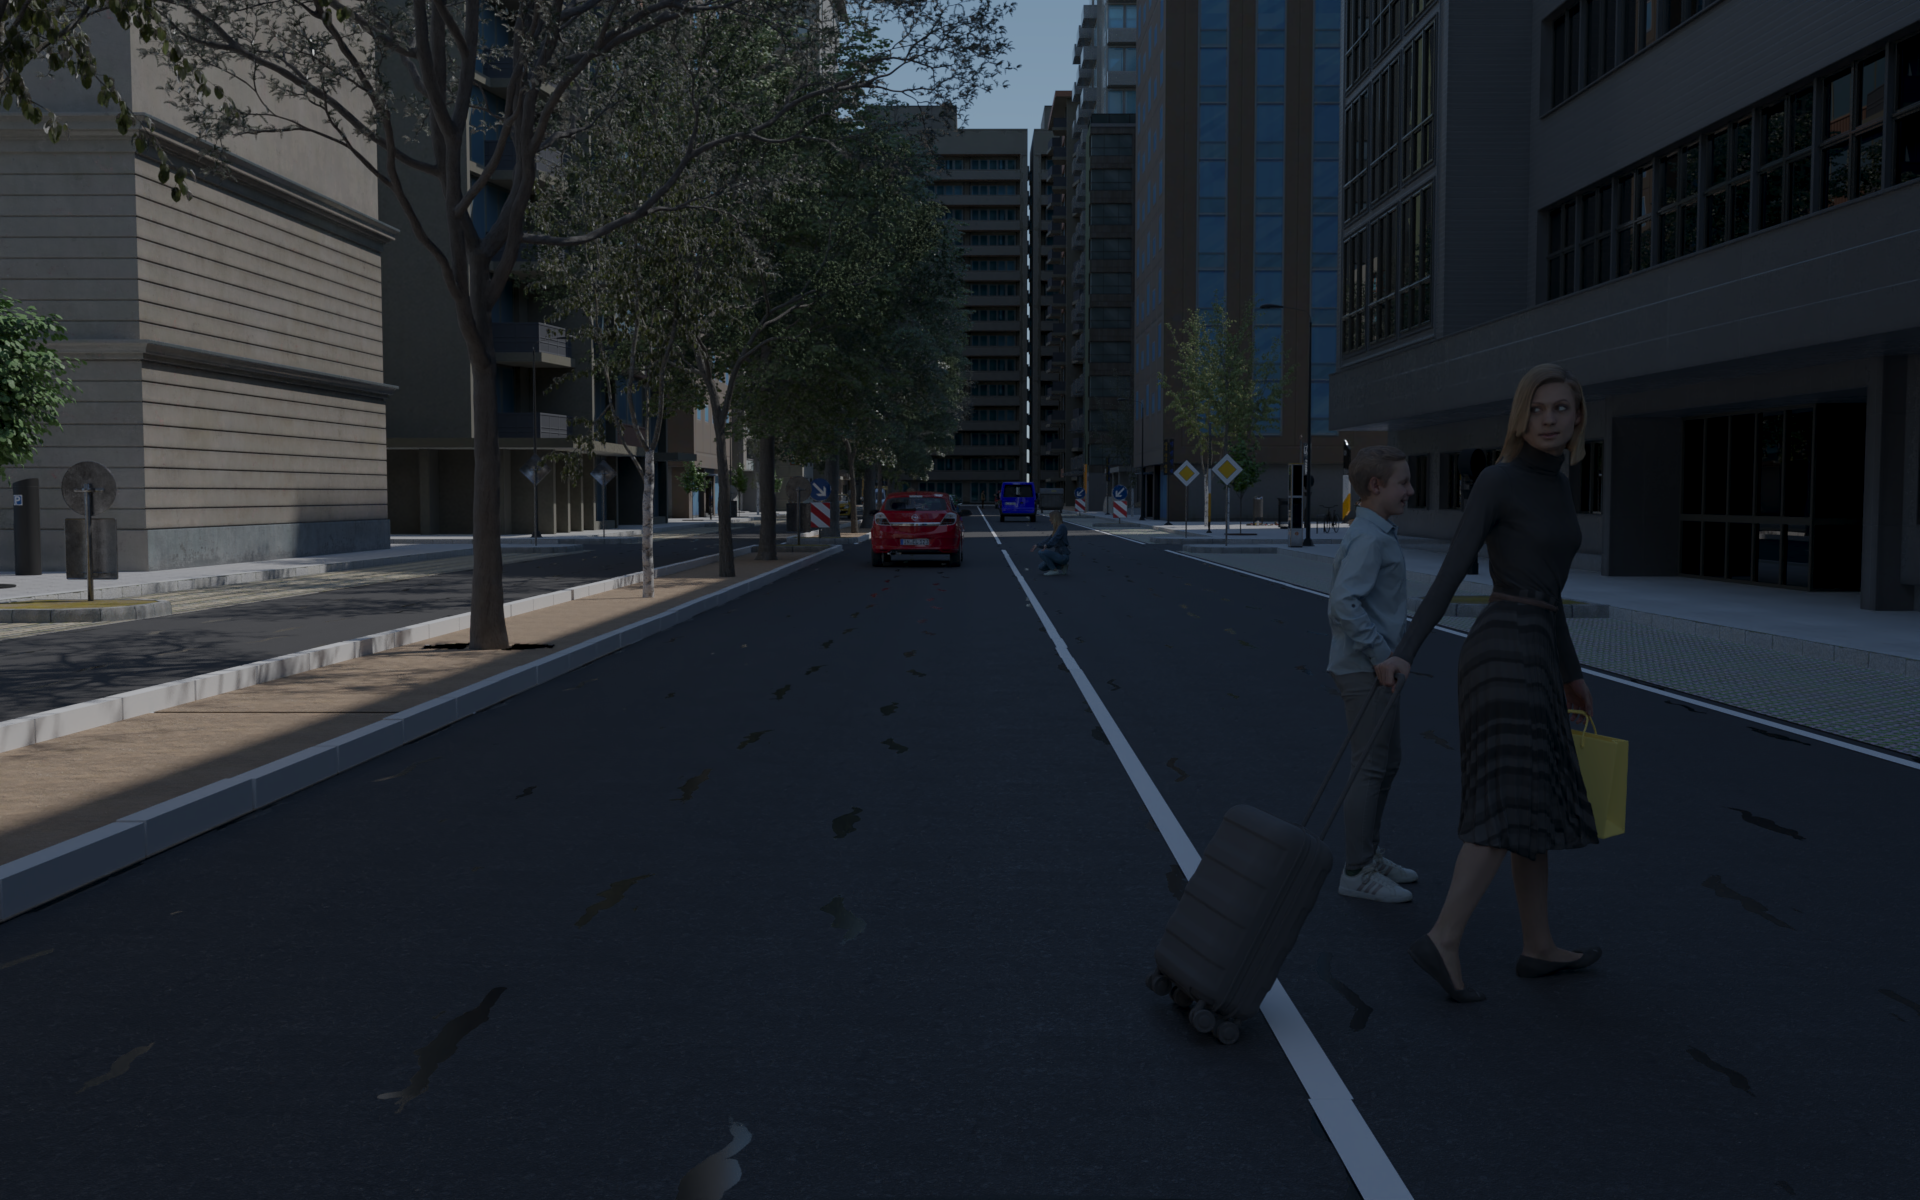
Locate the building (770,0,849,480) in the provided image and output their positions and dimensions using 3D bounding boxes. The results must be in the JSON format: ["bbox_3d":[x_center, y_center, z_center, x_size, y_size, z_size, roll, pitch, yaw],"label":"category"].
[{"bbox_3d":[-25.784,-35.388,167.829,28.713,52.752,27.495,0,4,0],"label":"building"}]

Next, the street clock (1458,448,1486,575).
[{"bbox_3d":[8.133,-1.405,27.547,0.471,2.002,0.358,-3,5,-42],"label":"street clock"}]

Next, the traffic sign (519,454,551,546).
[{"bbox_3d":[-10.511,-2.400,42.882,0.795,2.450,0.064,0,4,0],"label":"traffic sign"}]

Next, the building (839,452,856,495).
[{"bbox_3d":[-18.909,-31.288,195.150,14.086,41.232,14.154,0,4,0],"label":"building"}]

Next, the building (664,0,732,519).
[{"bbox_3d":[-20.656,-27.261,95.822,14.600,45.320,14.200,0,4,0],"label":"building"}]

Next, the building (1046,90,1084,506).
[{"bbox_3d":[20.622,-32.535,186.577,22.147,44.769,28.867,0,4,0],"label":"building"}]

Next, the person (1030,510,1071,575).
[{"bbox_3d":[1.594,-1.015,30.600,0.738,1.151,1.012,0,4,4],"label":"person"}]

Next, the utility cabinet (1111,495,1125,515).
[{"bbox_3d":[9.450,-5.800,103.509,0.318,1.500,1.173,-1,4,-23],"label":"utility cabinet"}]

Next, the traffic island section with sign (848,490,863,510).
[{"bbox_3d":[-9.569,-8.856,153.429,1.989,1.847,2.006,0,4,0],"label":"traffic island section with sign"}]

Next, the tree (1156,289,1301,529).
[{"bbox_3d":[9.999,-6.884,62.922,4.737,8.622,4.395,0,3,0],"label":"tree"}]

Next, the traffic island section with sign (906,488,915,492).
[{"bbox_3d":[-3.598,-7.190,125.685,2.006,1.907,1.989,0,4,0],"label":"traffic island section with sign"}]

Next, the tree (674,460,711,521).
[{"bbox_3d":[-12.801,-5.410,83.058,1.663,3.219,1.824,0,3,0],"label":"tree"}]

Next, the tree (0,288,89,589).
[{"bbox_3d":[-13.579,-2.431,23.465,4.285,4.588,4.351,0,3,0],"label":"tree"}]

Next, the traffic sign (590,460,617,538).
[{"bbox_3d":[-10.464,-2.888,50.867,0.795,2.450,0.064,0,4,0],"label":"traffic sign"}]

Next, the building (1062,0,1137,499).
[{"bbox_3d":[21.673,-32.858,156.834,23.786,49.044,30.456,0,4,0],"label":"building"}]

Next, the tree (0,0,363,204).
[{"bbox_3d":[-4.291,-3.331,7.285,4.360,8.622,3.978,0,3,0],"label":"tree"}]

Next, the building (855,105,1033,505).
[{"bbox_3d":[-2.310,-36.438,219.460,21.600,48.544,21.300,0,4,0],"label":"building"}]

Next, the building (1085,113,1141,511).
[{"bbox_3d":[16.622,-22.204,134.741,14.160,30.474,14.107,0,4,0],"label":"building"}]

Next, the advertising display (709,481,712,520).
[{"bbox_3d":[-12.520,-5.003,87.010,0.123,1.923,0.974,0,4,-6],"label":"advertising display"}]

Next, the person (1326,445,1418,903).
[{"bbox_3d":[1.474,0.253,6.171,0.330,1.601,0.589,2,4,27],"label":"person"}]

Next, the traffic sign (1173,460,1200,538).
[{"bbox_3d":[6.629,-2.881,50.747,0.795,2.450,0.064,0,4,0],"label":"traffic sign"}]

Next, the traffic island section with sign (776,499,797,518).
[{"bbox_3d":[-9.853,-5.756,102.738,1.989,1.847,2.006,0,4,0],"label":"traffic island section with sign"}]

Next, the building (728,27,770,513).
[{"bbox_3d":[-20.510,-26.572,118.048,14.154,41.232,14.086,0,4,0],"label":"building"}]

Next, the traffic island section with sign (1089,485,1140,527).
[{"bbox_3d":[6.813,-4.100,75.663,1.989,1.847,2.006,0,4,0],"label":"traffic island section with sign"}]

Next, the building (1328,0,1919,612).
[{"bbox_3d":[15.831,-12.704,26.775,14.314,24.678,30.058,0,4,0],"label":"building"}]

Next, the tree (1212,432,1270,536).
[{"bbox_3d":[8.634,-3.634,54.016,1.663,3.219,1.824,0,3,0],"label":"tree"}]

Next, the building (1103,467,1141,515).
[{"bbox_3d":[26.056,-25.734,112.630,32.217,40.220,23.993,0,4,0],"label":"building"}]

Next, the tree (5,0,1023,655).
[{"bbox_3d":[-4.311,-6.274,15.406,12.009,13.543,11.850,0,3,0],"label":"tree"}]

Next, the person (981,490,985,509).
[{"bbox_3d":[2.270,-9.814,169.055,0.705,1.812,1.348,0,4,-3],"label":"person"}]

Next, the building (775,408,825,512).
[{"bbox_3d":[-25.246,-18.079,140.635,27.650,21.520,28.899,0,4,0],"label":"building"}]

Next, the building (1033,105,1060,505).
[{"bbox_3d":[19.425,-36.434,219.399,21.600,48.544,21.300,0,4,0],"label":"building"}]

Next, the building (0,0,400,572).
[{"bbox_3d":[-30.284,-13.189,34.728,34.723,24.649,14.460,0,4,0],"label":"building"}]

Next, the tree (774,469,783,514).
[{"bbox_3d":[-12.188,-7.226,112.751,1.663,3.219,1.824,0,3,0],"label":"tree"}]

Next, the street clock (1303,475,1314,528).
[{"bbox_3d":[13.105,-3.715,65.306,0.358,2.002,0.471,-2,4,-33],"label":"street clock"}]

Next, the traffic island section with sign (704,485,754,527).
[{"bbox_3d":[-10.019,-4.092,75.530,1.989,1.847,2.006,0,4,0],"label":"traffic island section with sign"}]

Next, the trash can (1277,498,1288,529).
[{"bbox_3d":[11.989,-3.176,63.586,0.748,1.137,0.748,0,3,0],"label":"trash can"}]

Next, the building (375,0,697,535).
[{"bbox_3d":[-22.468,-25.183,66.370,22.147,44.769,28.867,0,4,0],"label":"building"}]

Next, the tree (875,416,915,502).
[{"bbox_3d":[-3.936,-7.781,80.032,4.737,8.622,4.395,0,3,0],"label":"tree"}]

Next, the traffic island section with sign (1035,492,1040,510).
[{"bbox_3d":[7.430,-10.486,180.081,1.989,1.847,2.006,0,4,0],"label":"traffic island section with sign"}]

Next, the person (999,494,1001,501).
[{"bbox_3d":[2.801,-6.285,112.104,0.563,1.720,0.643,-1,4,-18],"label":"person"}]

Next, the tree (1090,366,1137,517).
[{"bbox_3d":[9.619,-9.070,98.663,4.360,8.622,3.978,0,3,0],"label":"tree"}]

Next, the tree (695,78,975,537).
[{"bbox_3d":[-4.088,-8.867,54.089,9.857,13.997,8.962,0,3,0],"label":"tree"}]

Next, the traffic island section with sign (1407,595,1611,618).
[{"bbox_3d":[6.488,-0.746,20.832,1.989,1.847,2.006,0,4,0],"label":"traffic island section with sign"}]

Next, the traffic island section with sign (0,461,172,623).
[{"bbox_3d":[-10.344,-0.698,20.048,1.989,1.847,2.006,0,4,0],"label":"traffic island section with sign"}]

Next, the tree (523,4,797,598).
[{"bbox_3d":[-4.306,-4.343,23.824,4.360,8.622,3.978,0,3,0],"label":"tree"}]

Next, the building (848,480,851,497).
[{"bbox_3d":[-25.272,-32.579,224.546,23.993,40.220,32.217,0,4,0],"label":"building"}]

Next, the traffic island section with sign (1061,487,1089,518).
[{"bbox_3d":[6.958,-5.749,102.618,1.989,1.847,2.006,0,4,0],"label":"traffic island section with sign"}]

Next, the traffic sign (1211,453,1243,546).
[{"bbox_3d":[6.582,-2.393,42.762,0.795,2.450,0.064,0,4,0],"label":"traffic sign"}]

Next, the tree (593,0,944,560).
[{"bbox_3d":[-4.256,-7.145,37.402,7.486,12.596,7.792,0,3,0],"label":"tree"}]

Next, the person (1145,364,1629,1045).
[{"bbox_3d":[1.268,0.232,4.920,1.509,1.804,0.699,-1,4,-12],"label":"person"}]

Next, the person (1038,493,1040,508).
[{"bbox_3d":[7.531,-9.378,161.823,0.705,1.826,1.348,-2,4,-35],"label":"person"}]

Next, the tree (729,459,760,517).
[{"bbox_3d":[-12.210,-6.202,95.998,1.663,3.219,1.824,0,3,0],"label":"tree"}]

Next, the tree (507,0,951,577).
[{"bbox_3d":[-3.981,-5.686,29.832,8.767,10.594,7.601,0,4,0],"label":"tree"}]

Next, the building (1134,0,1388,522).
[{"bbox_3d":[16.269,-26.628,85.485,14.600,45.320,14.200,0,4,0],"label":"building"}]
